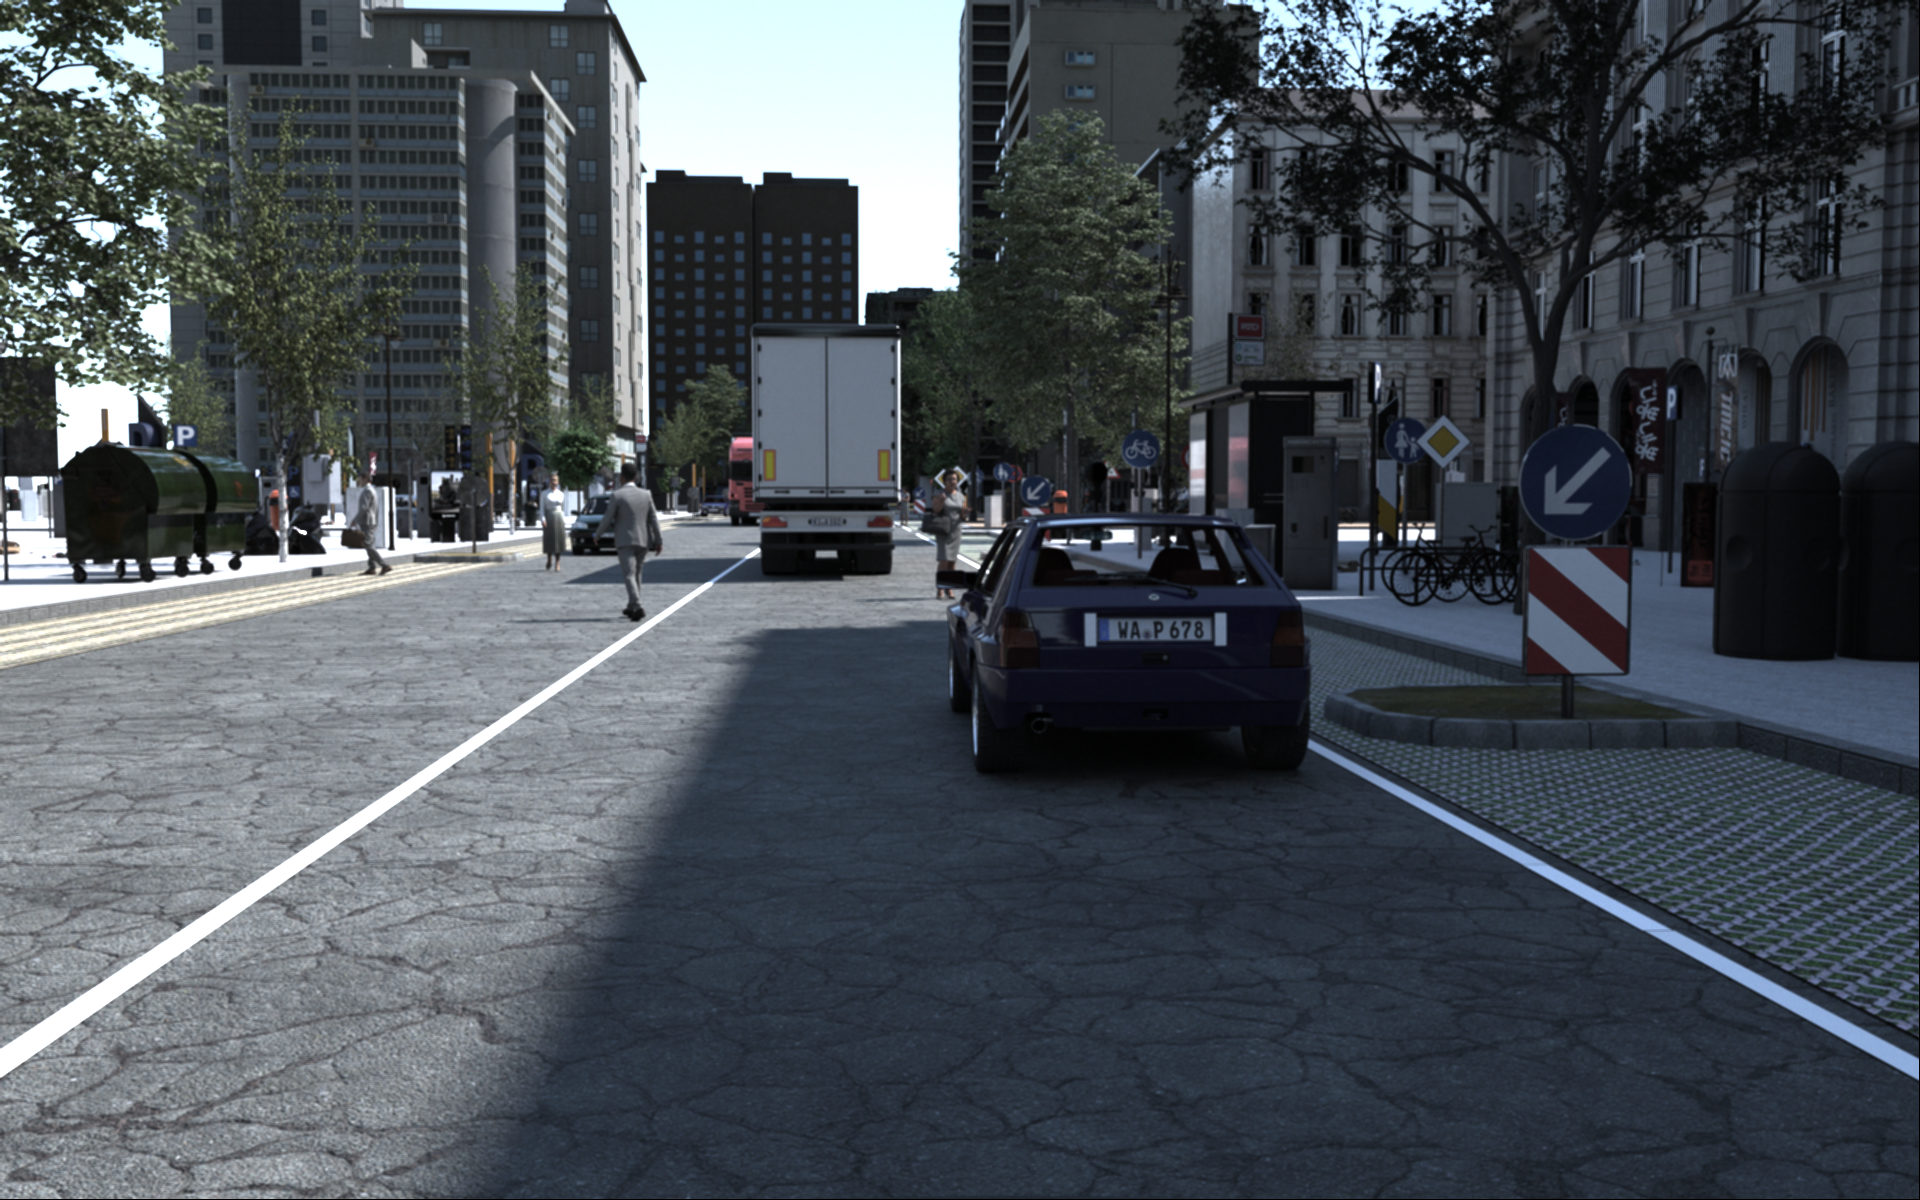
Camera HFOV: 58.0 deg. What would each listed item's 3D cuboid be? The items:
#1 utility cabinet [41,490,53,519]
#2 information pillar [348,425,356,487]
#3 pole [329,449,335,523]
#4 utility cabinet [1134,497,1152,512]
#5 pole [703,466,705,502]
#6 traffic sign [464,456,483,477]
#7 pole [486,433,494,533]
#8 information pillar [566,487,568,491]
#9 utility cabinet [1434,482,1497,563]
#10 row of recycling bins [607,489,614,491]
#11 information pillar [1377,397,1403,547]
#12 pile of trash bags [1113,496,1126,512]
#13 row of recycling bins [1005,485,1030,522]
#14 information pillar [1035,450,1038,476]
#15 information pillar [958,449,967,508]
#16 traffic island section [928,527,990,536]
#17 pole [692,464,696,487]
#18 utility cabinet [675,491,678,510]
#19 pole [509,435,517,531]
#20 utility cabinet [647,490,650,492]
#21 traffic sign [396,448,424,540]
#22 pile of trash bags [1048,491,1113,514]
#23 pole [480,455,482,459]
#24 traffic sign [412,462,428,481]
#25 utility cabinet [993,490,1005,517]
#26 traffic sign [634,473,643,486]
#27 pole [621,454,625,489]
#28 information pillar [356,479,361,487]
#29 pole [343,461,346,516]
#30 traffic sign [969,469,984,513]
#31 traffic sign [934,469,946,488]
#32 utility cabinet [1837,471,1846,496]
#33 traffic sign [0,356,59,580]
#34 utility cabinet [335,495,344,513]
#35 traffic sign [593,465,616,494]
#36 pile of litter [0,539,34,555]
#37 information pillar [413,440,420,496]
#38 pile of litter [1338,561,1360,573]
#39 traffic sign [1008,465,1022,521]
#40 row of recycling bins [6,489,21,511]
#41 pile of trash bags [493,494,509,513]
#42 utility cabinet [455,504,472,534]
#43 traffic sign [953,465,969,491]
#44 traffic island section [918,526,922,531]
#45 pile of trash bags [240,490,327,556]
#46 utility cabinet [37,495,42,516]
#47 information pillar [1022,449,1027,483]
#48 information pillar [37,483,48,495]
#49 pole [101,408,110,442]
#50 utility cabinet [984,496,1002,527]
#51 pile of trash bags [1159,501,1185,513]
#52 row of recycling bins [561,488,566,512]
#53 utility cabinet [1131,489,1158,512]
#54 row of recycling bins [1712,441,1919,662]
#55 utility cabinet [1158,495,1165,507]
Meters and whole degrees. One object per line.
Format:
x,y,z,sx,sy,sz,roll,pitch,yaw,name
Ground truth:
-46.836,-4.949,89.595,1.173,1.500,0.318,-3,4,-38,utility cabinet
-20.638,-4.128,58.854,0.183,3.616,0.504,-3,4,-36,information pillar
-28.308,-5.150,78.042,0.158,3.312,0.155,0,3,0,pole
4.201,-1.748,39.740,0.306,1.237,1.020,0,4,-2,utility cabinet
-18.878,-8.182,127.617,0.158,3.312,0.155,0,3,0,pole
-16.424,-3.574,58.546,0.768,2.556,0.104,0,4,-2,traffic sign
-15.618,-3.895,57.522,0.158,3.312,0.155,0,3,0,pole
-24.904,-7.236,109.669,0.183,3.616,0.504,-1,4,-17,information pillar
9.391,-1.437,32.180,1.173,1.500,0.318,-1,4,-22,utility cabinet
-26.037,-7.514,129.969,3.534,1.692,1.069,3,4,36,row of recycling bins
10.275,-3.075,41.639,0.504,3.616,0.183,0,4,-7,information pillar
8.146,-5.501,99.688,1.912,1.369,3.447,-2,4,-30,pile of trash bags
2.820,-4.440,79.713,1.069,1.692,3.534,-1,4,-10,row of recycling bins
4.105,-6.226,93.145,0.183,3.616,0.504,1,4,9,information pillar
0.130,-6.004,89.521,0.504,3.616,0.183,-1,4,-18,information pillar
-0.075,-2.334,60.443,2.009,0.180,2.903,0,4,-4,traffic island section
-17.915,-7.512,116.669,0.158,3.312,0.155,0,3,0,pole
-21.873,-7.703,134.627,0.318,1.500,1.173,-2,4,-31,utility cabinet
-15.319,-4.003,59.292,0.158,3.312,0.155,0,3,0,pole
-18.148,-5.466,98.053,1.173,1.500,0.318,0,4,6,utility cabinet
-15.171,-2.917,47.804,0.768,2.556,0.104,0,4,1,traffic sign
3.090,-2.404,49.063,1.912,1.369,3.447,1,4,12,pile of trash bags
-25.124,-5.929,90.783,0.158,3.312,0.155,0,3,0,pole
-17.285,-3.252,55.301,0.606,2.300,0.079,0,4,-2,traffic sign
2.409,-5.242,94.381,1.173,1.500,0.318,0,4,4,utility cabinet
-12.759,-3.907,67.528,0.795,2.450,0.064,0,4,-4,traffic sign
-17.071,-5.747,87.813,0.158,3.312,0.155,0,3,0,pole
-27.278,-4.545,78.810,0.304,2.012,0.304,2,4,35,information pillar
-36.123,-6.597,101.710,0.158,3.312,0.155,0,3,0,pole
0.837,-5.380,88.068,0.768,2.556,0.104,0,4,1,traffic sign
-0.641,-3.956,68.331,0.795,2.450,0.064,0,4,-4,traffic sign
8.161,-0.513,17.062,0.318,1.500,1.173,-1,4,-17,utility cabinet
-14.485,-1.942,25.624,2.265,3.308,0.079,0,4,0,traffic sign
-42.050,-6.526,117.854,1.020,1.237,0.306,1,4,17,utility cabinet
-12.216,-3.420,59.561,0.795,2.450,0.064,0,4,-4,traffic sign
-20.521,-1.393,36.738,1.176,0.858,1.719,3,5,42,pile of litter
-23.412,-5.094,74.634,0.183,3.616,0.504,-3,5,-45,information pillar
6.134,-0.925,29.094,1.176,0.858,1.719,1,4,12,pile of litter
2.324,-4.601,75.332,0.768,2.556,0.104,0,4,1,traffic sign
-71.151,-7.481,129.430,1.069,1.692,3.534,3,5,41,row of recycling bins
-32.397,-6.832,121.459,1.912,1.369,3.447,-3,4,-37,pile of trash bags
-15.941,-2.757,56.238,1.020,1.237,0.306,0,4,-2,utility cabinet
-0.098,-3.469,60.364,0.795,2.450,0.064,0,4,-4,traffic sign
-0.618,-2.821,68.409,2.009,0.180,2.903,0,4,-4,traffic island section
-14.826,-1.705,37.635,1.912,1.369,3.447,-1,4,-22,pile of trash bags
-53.215,-5.422,99.812,1.020,1.237,0.306,2,4,31,utility cabinet
3.327,-5.996,89.382,0.183,3.616,0.504,-1,4,-21,information pillar
-63.204,-7.025,119.348,0.304,2.012,0.304,-2,4,-32,information pillar
-20.277,-2.894,41.157,0.158,3.312,0.155,0,3,0,pole
1.294,-3.482,68.089,0.306,1.237,1.020,2,4,27,utility cabinet
7.614,-2.684,53.640,3.447,1.369,1.912,-2,4,-35,pile of trash bags
-29.607,-7.447,128.875,1.069,1.692,3.534,-1,4,-11,row of recycling bins
7.600,-3.831,71.314,1.173,1.500,0.318,3,5,44,utility cabinet
7.797,-0.395,13.578,3.534,1.692,1.069,0,4,2,row of recycling bins
10.118,-4.740,88.658,0.306,1.237,1.020,-3,4,-38,utility cabinet
